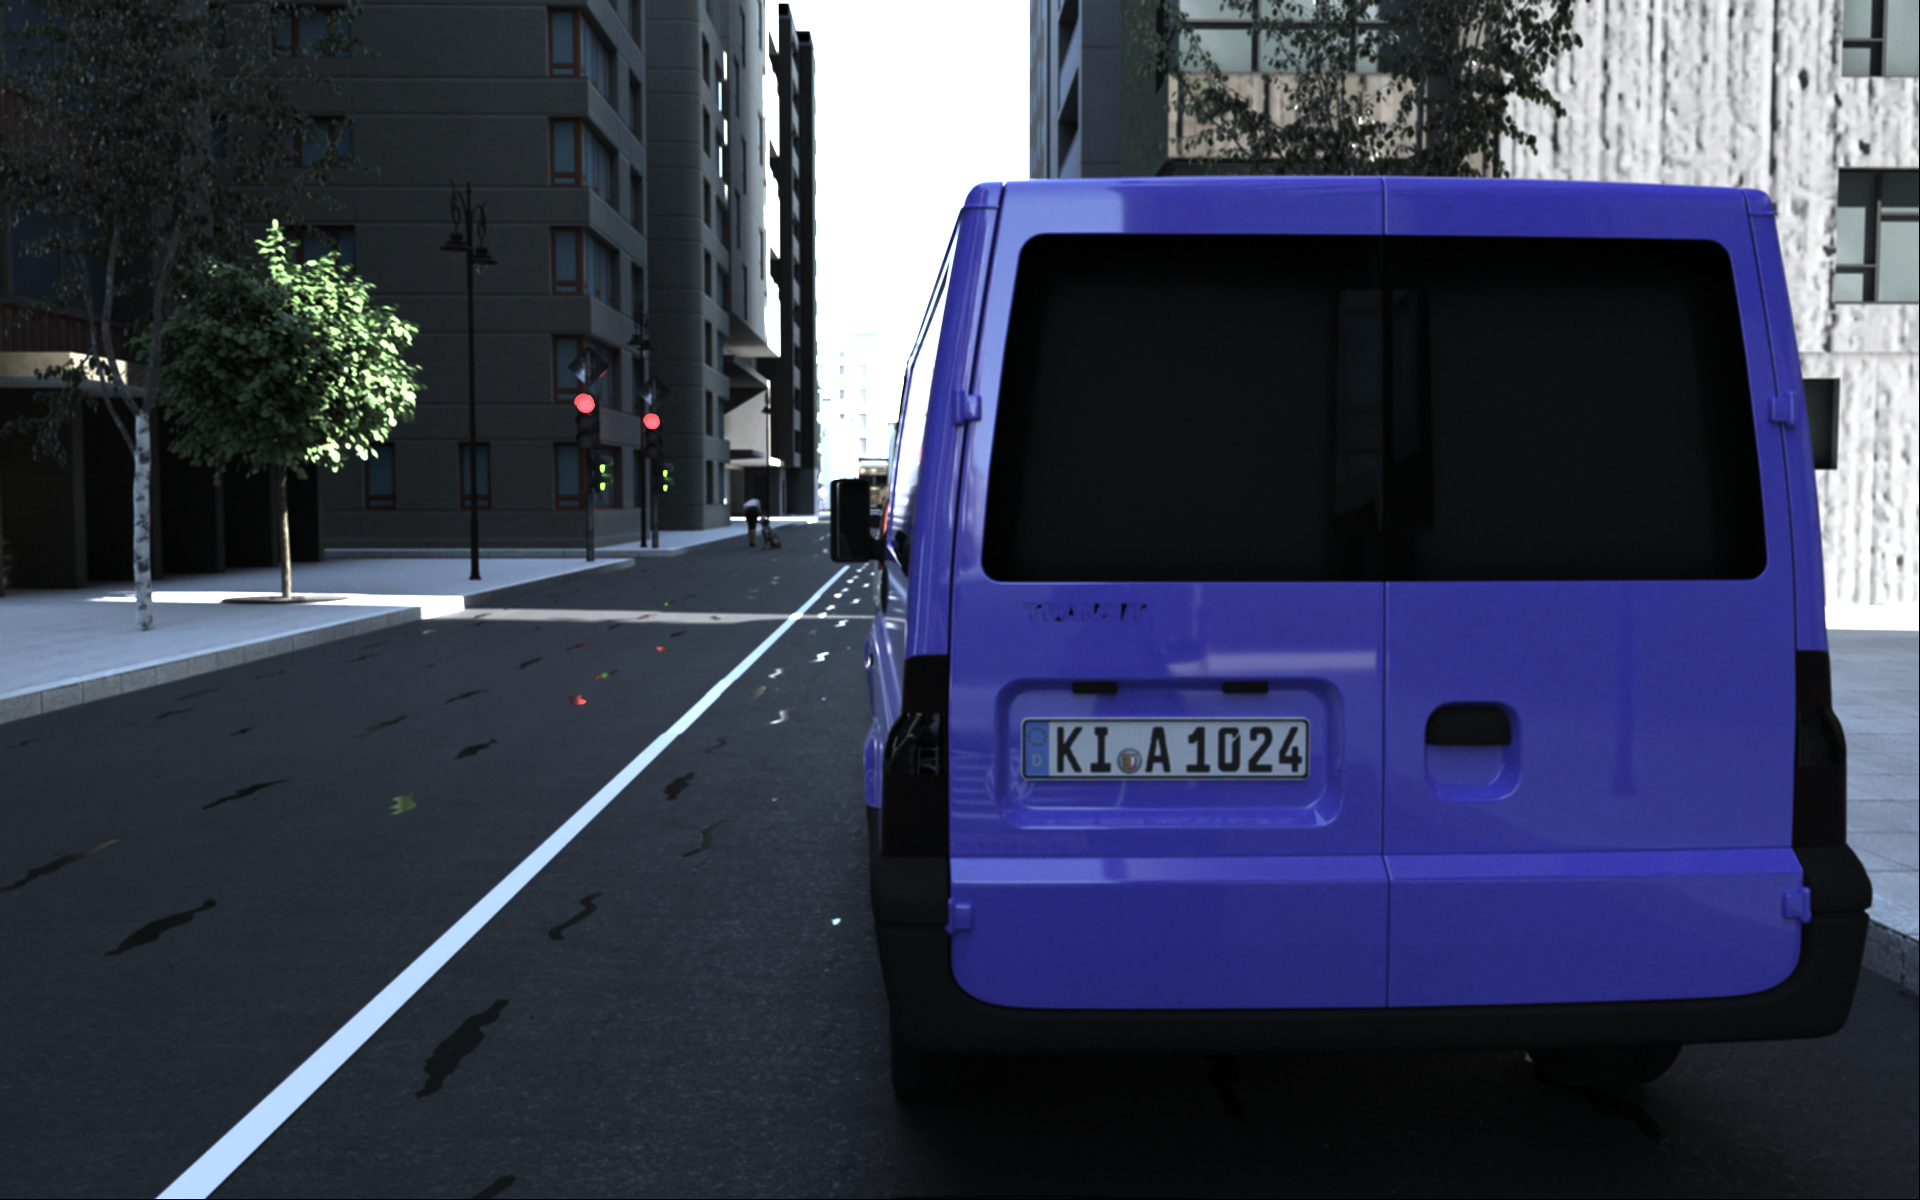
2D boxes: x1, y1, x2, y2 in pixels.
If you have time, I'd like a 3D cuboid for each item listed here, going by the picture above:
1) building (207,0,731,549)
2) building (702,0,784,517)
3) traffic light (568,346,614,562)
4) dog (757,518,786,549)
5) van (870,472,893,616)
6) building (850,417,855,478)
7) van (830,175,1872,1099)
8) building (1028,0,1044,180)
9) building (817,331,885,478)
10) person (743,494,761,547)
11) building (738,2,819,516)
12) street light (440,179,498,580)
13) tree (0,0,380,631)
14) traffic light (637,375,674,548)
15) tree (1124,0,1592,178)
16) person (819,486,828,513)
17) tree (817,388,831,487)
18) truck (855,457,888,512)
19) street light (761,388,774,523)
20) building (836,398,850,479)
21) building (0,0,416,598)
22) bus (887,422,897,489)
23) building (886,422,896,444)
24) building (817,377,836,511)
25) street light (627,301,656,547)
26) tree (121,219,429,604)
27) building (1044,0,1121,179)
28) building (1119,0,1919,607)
[{"bbox_3d":[-22.719,-12.787,54.112,27.650,21.520,28.899,0,4,-1],"label":"building"},{"bbox_3d":[-22.854,-30.096,81.306,28.713,52.752,27.495,0,4,-1],"label":"building"},{"bbox_3d":[-7.019,-2.687,32.855,0.839,4.253,0.868,0,4,-1],"label":"traffic light"},{"bbox_3d":[-4.863,-1.747,45.397,0.800,0.831,0.513,1,4,13],"label":"dog"},{"bbox_3d":[0.006,-0.653,17.685,2.013,2.044,4.112,0,4,0],"label":"van"},{"bbox_3d":[-25.627,-15.056,188.320,28.070,9.664,9.099,0,4,-1],"label":"building"},{"bbox_3d":[0.659,-0.087,5.801,2.240,2.365,5.245,0,4,-3],"label":"van"},{"bbox_3d":[10.176,-25.803,71.988,14.600,45.320,14.200,0,4,-1],"label":"building"},{"bbox_3d":[-14.821,-21.463,207.334,11.380,20.091,16.016,0,4,-1],"label":"building"},{"bbox_3d":[-5.641,-2.184,47.402,0.628,1.438,0.799,-2,4,-27],"label":"person"},{"bbox_3d":[-15.898,-20.257,102.898,14.160,30.474,14.107,0,4,-1],"label":"building"},{"bbox_3d":[-7.276,-3.243,25.811,0.468,5.910,1.993,0,4,-1],"label":"street light"},{"bbox_3d":[-7.681,-4.032,16.288,4.360,8.622,3.978,0,3,0],"label":"tree"},{"bbox_3d":[-7.187,-3.175,40.838,0.839,4.253,0.868,0,4,-1],"label":"traffic light"},{"bbox_3d":[3.923,-3.988,15.571,4.360,8.622,3.978,0,3,0],"label":"tree"},{"bbox_3d":[-9.381,-6.858,118.032,0.709,1.838,0.599,0,4,-5],"label":"person"},{"bbox_3d":[-10.341,-9.990,113.699,4.360,8.622,3.978,0,3,0],"label":"tree"},{"bbox_3d":[-6.675,-8.933,134.974,2.839,4.237,11.283,0,4,-2],"label":"truck"},{"bbox_3d":[-8.388,-6.284,75.537,0.468,5.910,1.993,0,4,-1],"label":"street light"},{"bbox_3d":[-15.492,-13.227,158.409,9.099,9.664,28.070,0,4,-1],"label":"building"},{"bbox_3d":[-25.306,-22.539,23.139,28.867,44.769,22.147,0,4,-1],"label":"building"},{"bbox_3d":[-0.646,-3.265,48.239,2.948,3.499,13.247,0,4,-2],"label":"bus"},{"bbox_3d":[5.405,-16.086,205.155,28.070,9.664,9.099,0,4,-1],"label":"building"},{"bbox_3d":[-14.831,-11.514,130.399,9.099,9.664,28.070,0,4,-1],"label":"building"},{"bbox_3d":[-7.637,-4.211,41.642,0.468,5.910,1.993,0,4,-1],"label":"street light"},{"bbox_3d":[-8.187,-2.270,20.831,4.285,4.588,4.351,0,3,0],"label":"tree"},{"bbox_3d":[17.096,-31.020,49.178,28.212,58.520,21.231,0,4,-1],"label":"building"},{"bbox_3d":[9.189,-15.532,25.649,14.160,30.474,14.107,0,4,-1],"label":"building"}]
